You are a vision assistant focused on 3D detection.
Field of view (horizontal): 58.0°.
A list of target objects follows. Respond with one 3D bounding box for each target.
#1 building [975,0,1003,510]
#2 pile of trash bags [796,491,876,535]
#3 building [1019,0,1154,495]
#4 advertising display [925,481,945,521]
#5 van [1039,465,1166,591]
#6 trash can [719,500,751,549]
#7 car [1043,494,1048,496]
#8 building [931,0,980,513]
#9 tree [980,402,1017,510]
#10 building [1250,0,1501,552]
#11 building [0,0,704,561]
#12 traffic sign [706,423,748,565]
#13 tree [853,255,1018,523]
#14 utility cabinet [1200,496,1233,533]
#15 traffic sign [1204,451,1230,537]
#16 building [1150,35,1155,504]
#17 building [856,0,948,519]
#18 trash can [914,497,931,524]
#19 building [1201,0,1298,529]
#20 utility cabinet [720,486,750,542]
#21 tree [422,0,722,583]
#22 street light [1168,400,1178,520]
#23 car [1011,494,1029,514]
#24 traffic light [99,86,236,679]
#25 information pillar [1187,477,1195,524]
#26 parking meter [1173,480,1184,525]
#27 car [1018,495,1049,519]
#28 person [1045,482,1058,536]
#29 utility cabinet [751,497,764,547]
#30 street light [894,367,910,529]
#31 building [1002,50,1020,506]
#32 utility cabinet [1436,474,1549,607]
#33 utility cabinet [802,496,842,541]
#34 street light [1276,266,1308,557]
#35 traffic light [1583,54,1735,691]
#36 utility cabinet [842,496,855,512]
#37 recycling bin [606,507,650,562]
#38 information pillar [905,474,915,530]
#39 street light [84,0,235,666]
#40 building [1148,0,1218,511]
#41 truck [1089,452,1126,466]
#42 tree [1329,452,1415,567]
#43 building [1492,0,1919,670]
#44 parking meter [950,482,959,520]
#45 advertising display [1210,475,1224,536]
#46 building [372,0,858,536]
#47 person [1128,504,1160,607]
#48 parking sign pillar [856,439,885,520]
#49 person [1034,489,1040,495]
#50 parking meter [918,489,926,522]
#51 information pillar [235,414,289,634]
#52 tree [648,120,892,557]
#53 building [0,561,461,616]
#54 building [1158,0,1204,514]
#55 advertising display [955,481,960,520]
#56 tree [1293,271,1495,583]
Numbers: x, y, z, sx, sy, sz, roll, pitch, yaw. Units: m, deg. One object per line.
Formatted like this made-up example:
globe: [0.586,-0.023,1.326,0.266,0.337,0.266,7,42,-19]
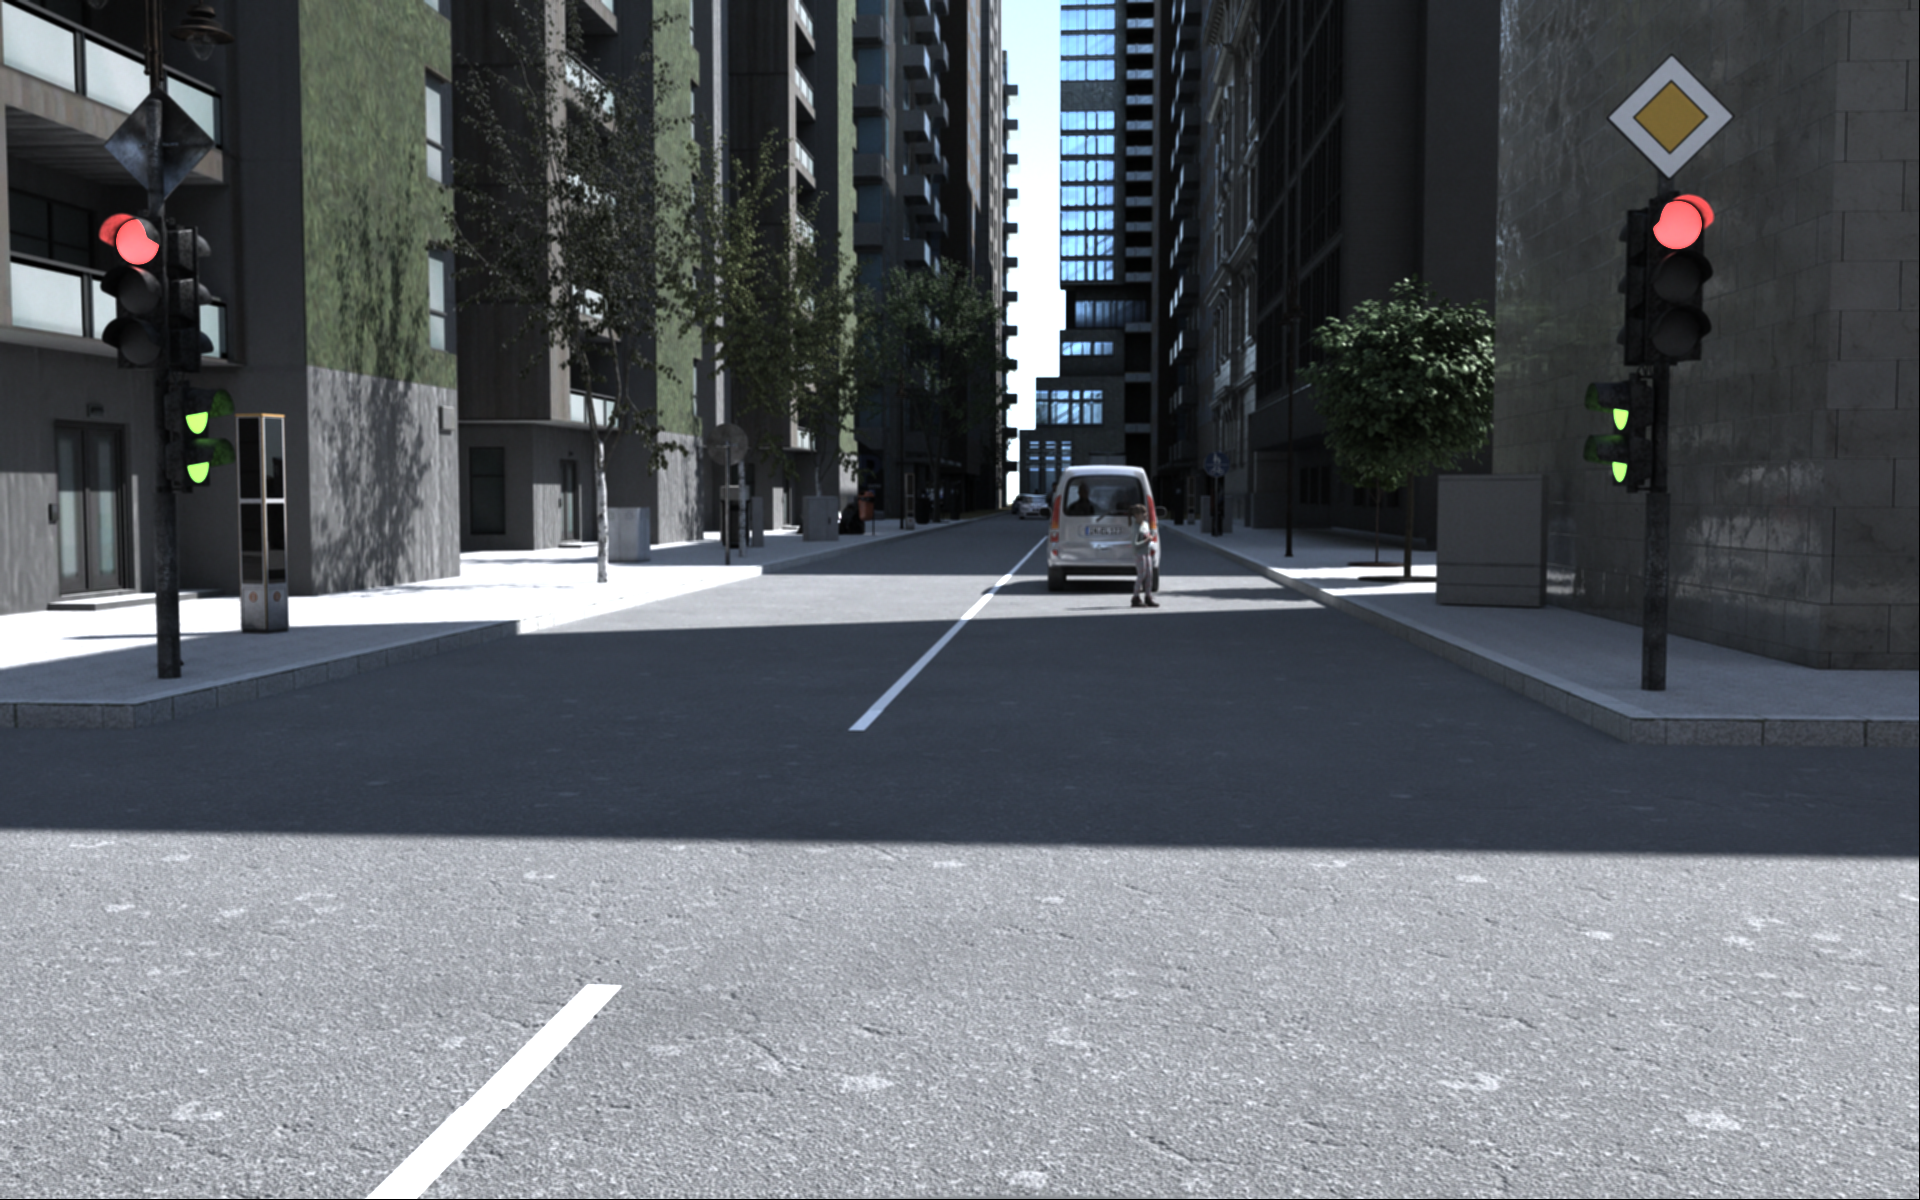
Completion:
building: [-6.982,-43.589,150.926,20.611,71.187,20.563,0,4,4]
pile of trash bags: [-3.708,-2.761,54.901,1.912,1.369,3.447,-3,4,-36]
building: [22.147,-53.033,179.765,31.000,86.520,22.319,0,4,4]
advertising display: [-1.207,-4.810,83.858,0.974,1.923,0.123,1,4,21]
van: [2.216,-1.216,26.900,2.013,2.044,4.112,0,4,4]
trash can: [-5.301,-1.789,40.907,0.748,1.137,0.748,0,3,0]
car: [7.099,-7.771,136.849,2.009,1.686,4.222,0,4,6]
building: [-5.863,-29.045,124.998,14.600,45.320,14.200,0,4,4]
tree: [2.722,-11.366,136.200,4.360,8.622,3.978,0,3,0]
building: [16.594,-15.643,49.272,14.314,27.812,24.014,0,4,4]
building: [-14.751,-21.883,41.383,14.154,41.232,14.086,0,4,4]
traffic sign: [-4.195,-1.901,31.191,0.768,2.556,0.104,0,4,6]
tree: [-1.168,-9.247,76.938,9.928,11.665,9.643,0,3,0]
utility cabinet: [8.470,-2.814,57.166,1.020,1.237,0.306,-1,4,-11]
traffic sign: [7.664,-3.156,51.700,0.768,2.556,0.104,1,4,11]
building: [23.935,-28.713,153.048,14.154,41.232,14.086,0,4,4]
building: [-12.403,-29.530,102.425,23.786,49.044,30.456,0,4,4]
trash can: [-1.594,-3.794,73.682,0.748,1.137,0.748,0,3,0]
building: [17.865,-17.516,73.780,14.401,28.519,23.554,0,4,4]
utility cabinet: [-6.004,-2.289,46.096,0.318,1.500,1.173,-2,4,-34]
tree: [-5.243,-4.544,24.657,4.360,8.622,3.978,0,3,0]
street light: [10.489,-6.888,85.407,0.468,5.910,1.993,0,4,4]
car: [4.664,-6.865,124.245,2.014,1.417,4.499,0,4,4]
traffic light: [-5.504,-1.410,11.974,0.839,4.253,0.868,0,4,4]
information pillar: [9.783,-4.208,73.296,0.304,2.012,0.304,0,4,4]
parking meter: [9.120,-4.070,72.253,0.399,1.863,0.255,1,4,18]
car: [4.354,-5.336,99.608,2.083,1.381,4.827,0,4,3]
person: [3.183,-2.980,57.213,0.794,1.824,0.713,2,4,32]
utility cabinet: [-4.931,-1.901,42.239,0.306,1.237,1.020,0,4,-7]
street light: [-2.131,-5.539,63.358,0.468,5.910,1.993,0,4,4]
building: [-8.904,-34.478,183.325,30.456,49.044,23.786,0,4,4]
utility cabinet: [6.073,-0.678,19.772,1.173,1.500,0.318,2,4,32]
utility cabinet: [-3.794,-2.207,47.248,1.020,1.237,0.306,-3,5,-39]
street light: [6.746,-3.826,35.337,0.468,5.910,1.993,0,4,4]
traffic light: [4.531,-1.366,11.247,0.839,4.253,0.868,0,4,4]
utility cabinet: [-3.900,-3.003,60.255,0.306,1.237,1.020,-1,4,-19]
recycling bin: [-6.323,-1.240,32.836,0.722,1.027,0.722,1,4,9]
information pillar: [-1.800,-3.522,62.075,0.304,2.012,0.304,-1,4,-10]
street light: [-5.904,-2.446,12.772,0.468,5.910,1.993,0,4,4]
building: [22.628,-29.893,138.865,14.600,45.320,14.200,0,4,4]
truck: [10.344,-8.082,121.059,2.839,4.237,11.283,0,4,5]
tree: [7.562,-2.218,30.870,1.663,3.219,1.824,0,3,0]
building: [15.041,-9.897,16.574,16.860,20.320,10.420,0,4,4]
parking meter: [-0.269,-4.864,85.245,0.255,1.863,0.399,-3,5,-42]
advertising display: [7.900,-2.933,53.167,0.123,1.923,0.974,2,4,27]
building: [-11.686,-23.221,63.261,14.154,41.232,14.086,0,4,4]
person: [2.334,-0.560,21.930,0.394,1.301,0.425,1,4,18]
parking sign pillar: [-4.445,-5.943,85.642,1.447,3.967,1.447,-2,4,-24]
person: [6.643,-8.725,150.785,1.348,1.869,0.705,3,4,38]
parking meter: [-1.750,-4.368,79.833,0.372,1.533,0.369,0,3,0]
information pillar: [-6.451,-0.705,16.019,0.304,2.012,0.304,1,4,19]
tree: [-4.188,-5.168,34.861,4.737,8.622,4.395,0,3,0]
building: [-15.255,-20.533,19.316,14.154,41.232,14.086,0,4,4]
building: [25.729,-30.371,116.174,23.786,49.044,30.456,0,4,4]
advertising display: [-0.121,-4.942,86.022,0.123,1.923,0.974,-1,4,-10]
tree: [6.588,-2.565,25.652,4.285,4.588,4.351,0,3,0]
